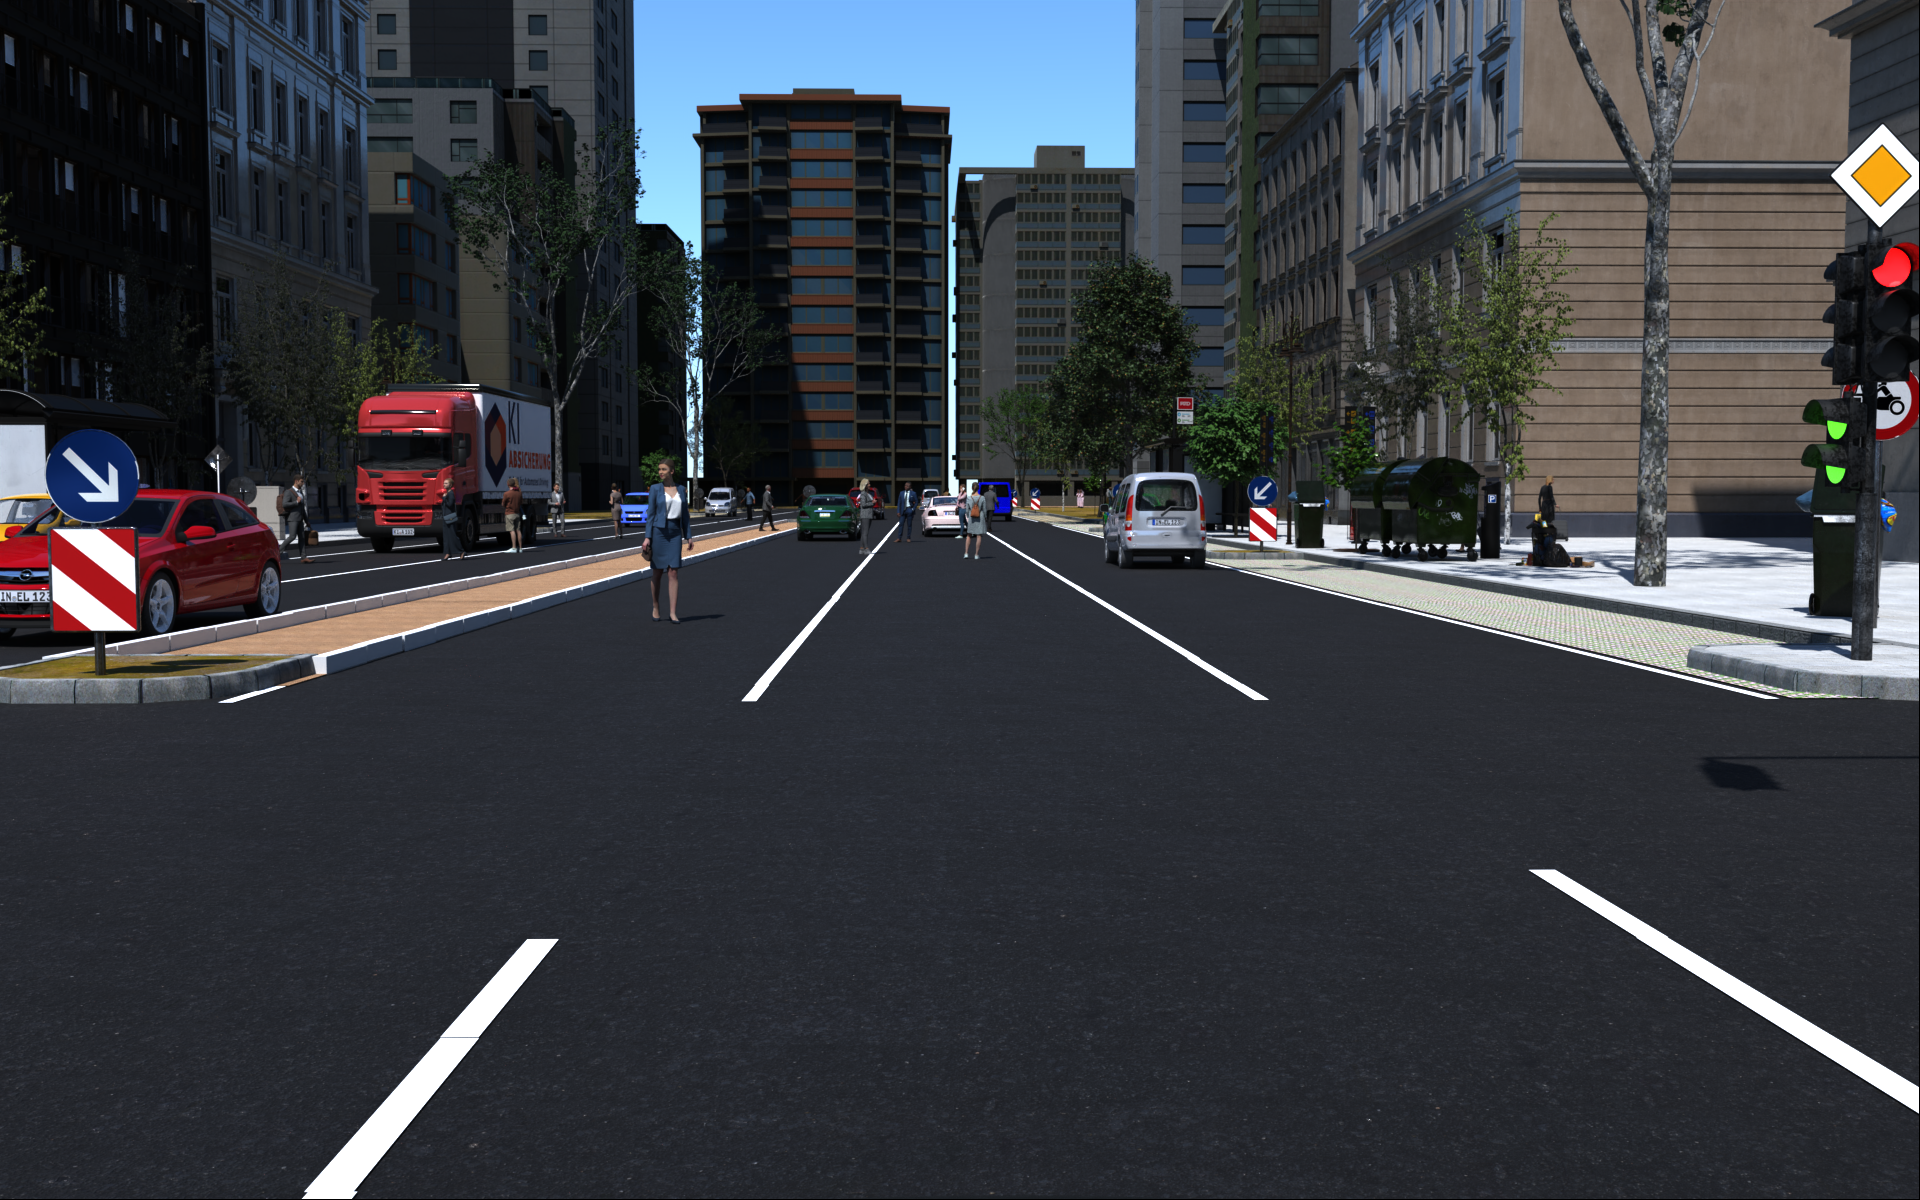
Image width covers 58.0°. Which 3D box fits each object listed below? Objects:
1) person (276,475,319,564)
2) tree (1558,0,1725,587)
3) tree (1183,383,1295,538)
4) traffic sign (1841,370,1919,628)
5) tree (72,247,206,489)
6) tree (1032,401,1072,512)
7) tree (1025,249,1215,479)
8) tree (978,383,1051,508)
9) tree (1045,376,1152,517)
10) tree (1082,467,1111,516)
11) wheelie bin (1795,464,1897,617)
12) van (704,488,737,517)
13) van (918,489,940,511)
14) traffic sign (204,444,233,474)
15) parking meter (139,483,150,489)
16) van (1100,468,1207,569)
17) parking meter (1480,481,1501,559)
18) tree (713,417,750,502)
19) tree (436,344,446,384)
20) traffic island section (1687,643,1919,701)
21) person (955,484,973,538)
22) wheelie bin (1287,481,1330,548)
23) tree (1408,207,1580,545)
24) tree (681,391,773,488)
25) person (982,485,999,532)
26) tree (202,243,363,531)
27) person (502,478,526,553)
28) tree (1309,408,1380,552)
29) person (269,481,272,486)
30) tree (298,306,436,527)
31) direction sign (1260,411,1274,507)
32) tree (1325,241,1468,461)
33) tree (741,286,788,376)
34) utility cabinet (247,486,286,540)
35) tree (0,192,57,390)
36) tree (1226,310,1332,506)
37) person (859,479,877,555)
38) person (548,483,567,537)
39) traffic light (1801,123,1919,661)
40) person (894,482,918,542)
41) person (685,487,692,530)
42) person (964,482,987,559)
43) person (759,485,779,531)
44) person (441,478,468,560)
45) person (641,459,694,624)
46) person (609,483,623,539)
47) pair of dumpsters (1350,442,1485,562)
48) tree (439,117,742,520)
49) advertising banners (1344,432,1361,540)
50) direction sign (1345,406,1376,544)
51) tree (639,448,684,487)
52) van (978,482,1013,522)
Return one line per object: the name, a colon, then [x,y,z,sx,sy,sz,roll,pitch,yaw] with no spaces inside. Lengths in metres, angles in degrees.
person: [-13.662,-1.658,35.565,0.822,1.834,0.622,0,4,1]
tree: [8.460,-10.312,24.485,12.611,20.169,13.585,0,3,0]
tree: [8.178,-4.122,51.115,4.285,4.588,4.351,0,3,0]
traffic sign: [8.733,-1.003,16.501,0.768,2.556,0.104,0,4,2]
tree: [-23.943,-6.182,51.438,4.360,8.622,3.978,0,3,0]
tree: [7.363,-10.757,126.239,4.737,8.622,4.395,0,3,0]
tree: [7.862,-10.050,81.330,9.611,12.733,9.660,0,3,0]
tree: [5.788,-14.518,163.121,9.928,11.665,9.643,0,3,0]
tree: [7.996,-9.798,94.612,7.601,10.594,8.767,1,4,19]
tree: [8.051,-6.695,104.070,1.663,3.219,1.824,0,3,0]
wheelie bin: [9.346,-0.635,18.284,0.980,1.594,0.693,2,4,35]
van: [-15.170,-6.297,109.966,2.013,2.044,4.112,0,4,-1]
van: [-2.537,-8.623,147.998,2.013,2.044,4.112,0,4,-3]
traffic sign: [-19.685,-2.830,46.000,0.795,2.593,0.064,0,4,7]
parking meter: [-19.294,-1.985,40.873,0.372,1.533,0.369,0,3,0]
van: [3.863,-1.692,34.670,2.013,2.044,4.112,0,4,-1]
parking meter: [10.583,-1.598,34.541,0.372,1.533,0.369,0,3,0]
tree: [-21.490,-13.135,165.112,4.737,8.622,4.395,0,3,0]
tree: [-23.643,-7.464,72.395,4.737,8.622,4.395,0,3,0]
traffic island section: [6.997,0.543,13.402,2.009,0.180,2.903,0,4,-1]
person: [0.140,-2.877,56.128,0.643,1.750,0.593,-1,4,-10]
wheelie bin: [8.250,-2.031,41.114,0.980,1.594,0.693,0,4,-1]
tree: [13.672,-5.708,43.688,4.737,8.622,4.395,0,3,0]
tree: [-21.086,-13.594,156.667,8.767,10.594,7.601,0,4,-4]
person: [1.185,-3.515,66.362,0.661,1.777,0.834,1,4,19]
tree: [-19.295,-6.135,50.676,4.360,8.622,3.978,0,3,0]
person: [-10.927,-2.078,42.447,0.573,1.828,0.580,-1,4,-13]
tree: [8.912,-2.695,38.657,1.663,3.219,1.824,0,3,0]
person: [-25.761,-3.511,63.671,0.699,1.804,1.509,2,4,35]
tree: [-23.650,-7.167,67.544,4.737,8.622,4.395,0,3,0]
direction sign: [8.408,-3.396,47.523,0.379,3.537,0.876,2,4,33]
tree: [12.974,-6.148,50.890,4.360,8.622,3.978,0,3,0]
tree: [-19.591,-16.926,132.632,12.611,20.169,13.585,0,3,0]
utility cabinet: [-19.401,-2.416,48.188,1.173,1.500,0.318,0,4,8]
tree: [-23.072,-5.457,39.592,4.737,8.622,4.395,0,3,0]
tree: [12.756,-7.328,70.175,4.737,8.622,4.395,0,3,0]
person: [-2.166,-1.994,41.289,0.526,1.800,0.537,2,4,28]
person: [-13.342,-2.986,57.522,0.606,1.804,0.583,-3,5,-41]
traffic light: [6.957,-1.490,13.287,0.839,4.253,0.868,0,4,-1]
person: [-1.600,-2.616,51.452,0.721,1.800,0.419,0,4,5]
person: [-11.013,-3.662,69.385,0.522,1.701,0.512,-1,4,-12]
person: [0.342,-1.759,38.263,0.512,1.701,0.522,0,4,-1]
person: [-7.329,-3.526,66.551,0.834,1.777,0.661,-1,4,-20]
person: [-10.993,-1.745,37.452,0.534,1.772,0.576,-3,5,-44]
person: [-3.264,-0.659,19.307,0.581,1.822,0.654,-1,4,-16]
person: [-10.977,-2.839,55.259,0.374,1.781,0.599,3,4,37]
pair of dumpsters: [9.150,-1.976,34.796,1.574,2.255,4.437,0,4,-1]
tree: [-18.764,-14.084,86.161,12.611,20.169,13.585,0,3,0]
advertising banners: [10.917,-3.172,48.042,0.090,3.025,2.074,0,4,-3]
direction sign: [10.325,-3.228,44.775,0.876,3.537,0.379,-1,4,-18]
tree: [-21.124,-8.480,122.358,4.285,4.588,4.351,0,3,0]
van: [1.767,-5.351,91.866,2.240,2.365,5.245,0,3,0]
